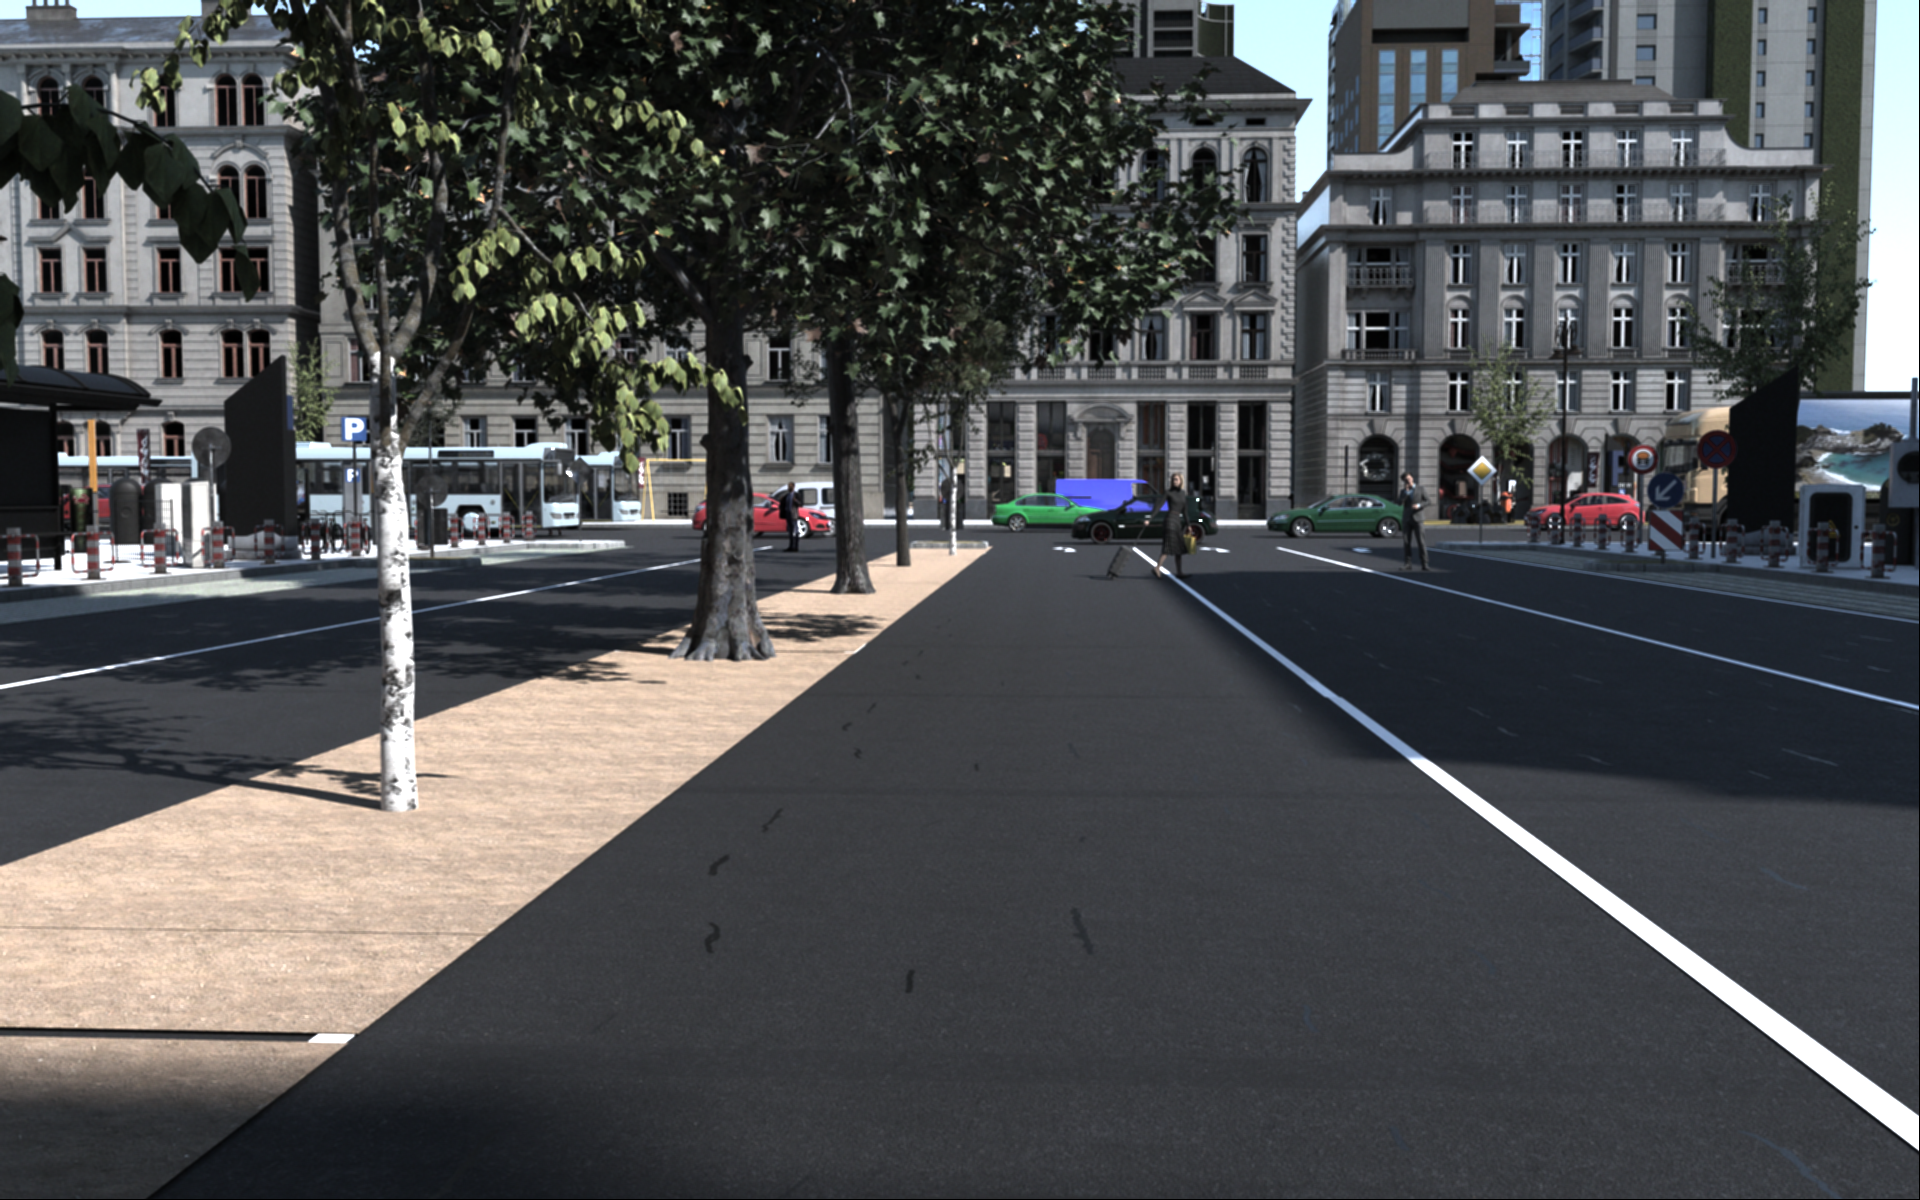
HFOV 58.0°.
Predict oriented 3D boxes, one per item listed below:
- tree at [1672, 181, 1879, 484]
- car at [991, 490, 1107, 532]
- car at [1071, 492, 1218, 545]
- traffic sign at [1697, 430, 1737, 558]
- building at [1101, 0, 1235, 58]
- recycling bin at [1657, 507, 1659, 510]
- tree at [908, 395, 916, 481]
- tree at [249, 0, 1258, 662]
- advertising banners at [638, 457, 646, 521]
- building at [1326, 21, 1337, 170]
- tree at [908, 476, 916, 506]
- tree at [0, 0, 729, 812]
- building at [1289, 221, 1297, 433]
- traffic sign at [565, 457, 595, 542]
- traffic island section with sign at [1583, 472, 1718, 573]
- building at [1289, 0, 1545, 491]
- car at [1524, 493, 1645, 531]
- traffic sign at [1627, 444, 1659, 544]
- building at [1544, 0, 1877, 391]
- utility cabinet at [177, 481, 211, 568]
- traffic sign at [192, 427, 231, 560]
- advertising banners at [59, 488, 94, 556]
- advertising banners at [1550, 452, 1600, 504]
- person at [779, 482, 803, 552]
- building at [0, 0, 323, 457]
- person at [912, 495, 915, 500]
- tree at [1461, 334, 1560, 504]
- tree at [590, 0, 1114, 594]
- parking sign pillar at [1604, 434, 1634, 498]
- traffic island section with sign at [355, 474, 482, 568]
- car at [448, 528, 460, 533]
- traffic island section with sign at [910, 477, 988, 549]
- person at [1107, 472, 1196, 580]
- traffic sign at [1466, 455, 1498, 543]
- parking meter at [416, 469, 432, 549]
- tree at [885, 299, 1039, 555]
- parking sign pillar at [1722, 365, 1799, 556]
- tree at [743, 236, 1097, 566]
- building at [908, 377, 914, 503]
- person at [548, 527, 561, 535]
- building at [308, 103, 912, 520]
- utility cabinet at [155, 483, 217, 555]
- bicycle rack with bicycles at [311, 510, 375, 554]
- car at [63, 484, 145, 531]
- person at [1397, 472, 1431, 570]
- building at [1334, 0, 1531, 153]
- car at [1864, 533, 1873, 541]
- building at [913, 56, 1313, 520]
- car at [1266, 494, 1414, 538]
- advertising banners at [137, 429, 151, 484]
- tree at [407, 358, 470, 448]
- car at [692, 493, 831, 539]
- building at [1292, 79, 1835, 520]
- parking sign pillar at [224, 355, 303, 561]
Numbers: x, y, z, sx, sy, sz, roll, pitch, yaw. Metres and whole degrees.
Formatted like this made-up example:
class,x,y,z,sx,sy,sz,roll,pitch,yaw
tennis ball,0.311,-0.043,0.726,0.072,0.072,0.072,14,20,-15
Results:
class,x,y,z,sx,sy,sz,roll,pitch,yaw
tree,19.515,-5.555,41.180,4.737,8.622,4.395,0,3,0
car,3.530,-3.480,65.692,4.718,1.807,1.959,0,4,3
car,5.292,-2.447,49.790,4.222,1.686,2.009,0,4,5
traffic sign,15.089,-2.111,34.620,0.768,2.556,0.104,0,4,6
building,28.972,-49.709,250.992,20.611,71.187,20.563,0,4,3
recycling bin,30.536,-3.792,74.552,0.722,1.027,0.722,-1,4,-17
tree,-5.762,-15.474,175.060,6.751,12.117,7.091,0,3,0
tree,-2.036,-5.841,14.974,9.611,12.733,9.660,0,3,0
advertising banners,-15.469,-5.202,81.240,0.090,3.025,2.074,2,4,34
building,64.249,-49.567,248.665,20.611,71.187,20.563,0,4,3
tree,-5.001,-12.609,189.863,4.285,4.588,4.351,0,3,0
tree,-2.513,-3.335,7.340,4.737,8.622,4.395,0,3,0
building,46.159,-34.561,248.658,14.086,41.232,14.154,0,4,3
traffic sign,-10.172,-2.613,46.369,0.795,2.450,0.064,0,4,3
traffic island section with sign,12.821,-1.454,32.407,1.989,1.847,2.006,0,4,3
building,45.774,-52.682,174.021,22.319,86.520,31.000,0,4,3
car,24.374,-3.588,67.700,4.494,1.783,2.155,0,4,4
traffic sign,17.557,-2.722,44.606,0.768,2.556,0.104,1,4,9
building,75.617,-38.954,178.894,28.212,58.520,21.231,0,4,3
utility cabinet,-13.340,-1.316,30.199,0.318,1.500,1.173,-2,4,-31
traffic sign,-14.190,-2.002,32.836,0.768,2.556,0.104,0,4,4
advertising banners,-19.626,-2.500,37.056,2.074,3.025,0.090,-2,4,-29
advertising banners,25.764,-4.671,72.557,2.074,3.025,0.090,3,5,43
person,-4.194,-2.048,42.808,0.431,1.722,0.655,-3,5,-43
building,-44.620,-18.757,94.069,23.554,28.519,14.401,0,4,3
person,-5.715,-12.554,214.485,0.721,1.743,1.217,1,4,11
tree,24.827,-7.879,79.191,4.737,8.622,4.395,0,3,0
tree,-1.738,-7.026,24.750,7.806,13.903,7.818,0,3,0
parking sign pillar,29.441,-5.436,77.342,1.447,3.967,1.447,-1,4,-18
traffic island section with sign,-10.582,-1.562,34.173,1.989,1.847,2.006,0,4,3
car,-20.032,-3.327,63.984,3.694,1.707,1.945,0,4,2
traffic island section with sign,-0.261,-2.321,46.085,2.006,1.907,1.989,0,4,3
person,3.238,-1.253,29.206,1.509,1.804,0.699,0,4,1
traffic sign,13.530,-2.527,44.961,0.795,2.450,0.064,0,4,3
parking meter,-12.520,-2.129,40.520,0.255,1.863,0.399,1,4,11
tree,-0.172,-5.350,40.288,4.360,8.622,3.978,0,3,0
parking sign pillar,16.940,-2.944,36.603,1.447,3.967,1.447,2,4,24
tree,-1.068,-5.953,34.201,8.767,10.594,7.601,0,4,3
building,-20.319,-38.991,257.111,30.456,49.044,23.786,0,4,3
person,-14.231,-3.022,60.596,0.574,1.496,0.600,0,4,-7
building,-17.596,-15.915,93.499,30.059,22.955,16.112,0,4,3
utility cabinet,-16.313,-1.703,36.520,0.318,1.500,1.173,3,5,40
bicycle rack with bicycles,-13.996,-1.472,37.443,2.852,0.926,2.925,-1,4,-22
car,-33.329,-3.580,67.201,5.304,1.827,2.281,0,4,3
person,8.536,-1.483,32.561,0.655,1.846,0.447,2,4,25
building,40.962,-30.756,152.964,14.600,45.320,14.200,0,4,3
car,28.657,-2.664,53.351,4.222,1.686,2.009,0,4,2
building,7.183,-15.910,89.001,19.941,23.489,11.050,0,4,3
car,12.638,-2.788,57.374,4.920,1.459,2.131,0,4,2
advertising banners,-21.221,-3.055,46.132,2.074,3.025,0.090,2,4,29
tree,-25.768,-8.128,83.249,4.360,8.622,3.978,0,3,0
car,-6.428,-2.886,56.224,4.494,1.783,2.155,0,4,2
building,29.773,-15.142,89.377,24.055,21.916,13.314,0,4,3
parking sign pillar,-13.733,-2.786,34.024,1.447,3.967,1.447,1,4,13
